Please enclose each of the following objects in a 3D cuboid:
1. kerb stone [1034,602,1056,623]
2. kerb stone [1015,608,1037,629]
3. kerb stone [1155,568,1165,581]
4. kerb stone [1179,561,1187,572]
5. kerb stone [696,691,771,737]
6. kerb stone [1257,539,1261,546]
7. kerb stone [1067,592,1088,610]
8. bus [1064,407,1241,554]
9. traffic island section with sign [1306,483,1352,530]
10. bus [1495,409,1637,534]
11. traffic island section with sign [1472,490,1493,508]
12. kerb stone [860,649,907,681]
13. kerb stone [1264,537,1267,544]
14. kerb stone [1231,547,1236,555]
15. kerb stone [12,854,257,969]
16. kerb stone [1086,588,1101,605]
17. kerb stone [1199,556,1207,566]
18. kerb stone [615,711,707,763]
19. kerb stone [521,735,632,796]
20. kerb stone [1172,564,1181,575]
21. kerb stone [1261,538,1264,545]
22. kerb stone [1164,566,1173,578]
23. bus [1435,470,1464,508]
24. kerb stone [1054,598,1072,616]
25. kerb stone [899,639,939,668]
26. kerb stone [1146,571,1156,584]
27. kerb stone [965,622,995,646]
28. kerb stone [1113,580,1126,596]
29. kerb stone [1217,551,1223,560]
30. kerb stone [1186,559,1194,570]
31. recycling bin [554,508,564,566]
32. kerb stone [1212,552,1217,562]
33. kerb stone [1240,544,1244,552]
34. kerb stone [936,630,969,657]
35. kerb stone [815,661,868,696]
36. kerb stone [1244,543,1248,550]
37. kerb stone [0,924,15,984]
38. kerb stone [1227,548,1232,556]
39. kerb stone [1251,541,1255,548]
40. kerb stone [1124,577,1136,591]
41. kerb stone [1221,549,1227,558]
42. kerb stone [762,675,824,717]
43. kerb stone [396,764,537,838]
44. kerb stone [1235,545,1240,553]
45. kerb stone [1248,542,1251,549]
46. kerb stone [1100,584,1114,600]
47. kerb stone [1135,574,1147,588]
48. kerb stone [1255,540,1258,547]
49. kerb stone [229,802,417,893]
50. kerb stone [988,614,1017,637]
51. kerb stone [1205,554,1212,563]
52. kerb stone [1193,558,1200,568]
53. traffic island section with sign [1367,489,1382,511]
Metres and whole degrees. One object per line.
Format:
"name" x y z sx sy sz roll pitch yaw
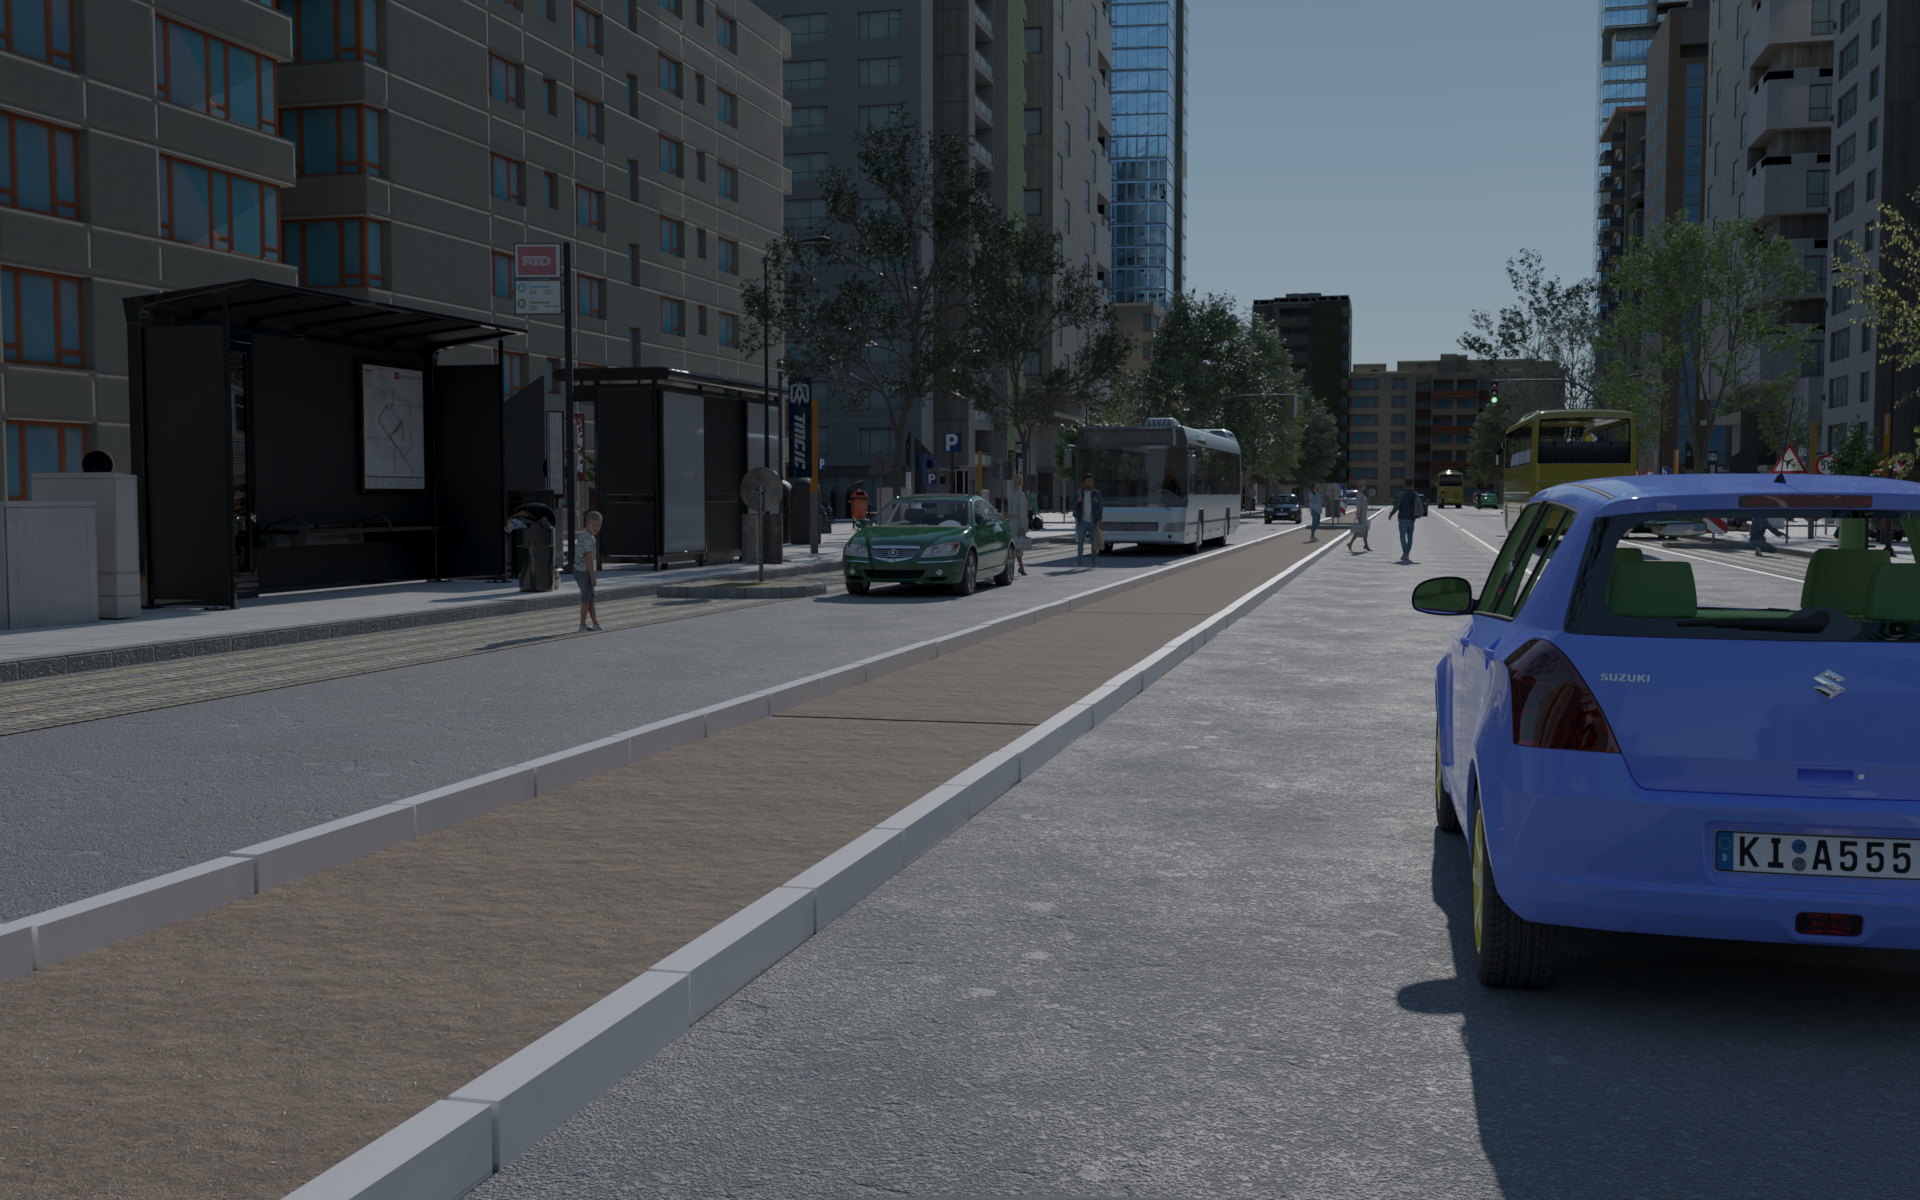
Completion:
"kerb stone" 0.898 0.161 19.569 0.120 0.150 1.000 1 4 14
"kerb stone" 0.638 0.224 18.580 0.120 0.150 1.000 1 4 14
"kerb stone" 3.205 -0.386 28.510 0.120 0.150 1.000 1 4 14
"kerb stone" 3.963 -0.568 31.486 0.120 0.150 1.000 1 4 14
"kerb stone" -1.413 0.708 10.636 0.120 0.150 1.000 1 4 14
"kerb stone" 8.054 -1.537 47.357 0.120 0.150 1.000 1 4 14
"kerb stone" 1.408 0.039 21.550 0.120 0.150 1.000 1 4 14
"bus" 5.266 -3.034 44.468 2.948 3.499 13.247 1 4 15
"traffic island section with sign" 15.234 -3.838 70.885 2.006 1.907 1.989 1 4 14
"bus" 17.214 -3.556 49.689 2.896 3.916 12.252 1 4 14
"traffic island section with sign" 52.971 -10.161 174.753 1.989 1.847 2.006 1 4 14
"kerb stone" -0.637 0.525 13.618 0.120 0.150 1.000 1 4 14
"kerb stone" 8.571 -1.660 49.339 0.120 0.150 1.000 1 4 14
"kerb stone" 6.268 -1.108 40.419 0.120 0.150 1.000 1 4 14
"kerb stone" -2.688 1.019 5.678 0.120 0.150 1.000 1 4 14
"kerb stone" 1.660 -0.021 22.541 0.120 0.150 1.000 1 4 14
"kerb stone" 4.739 -0.750 34.463 0.120 0.150 1.000 1 4 14
"kerb stone" -1.674 0.768 9.642 0.120 0.150 1.000 1 4 14
"kerb stone" -1.923 0.829 8.646 0.120 0.150 1.000 1 4 14
"kerb stone" 3.716 -0.506 30.490 0.120 0.150 1.000 1 4 14
"kerb stone" 8.321 -1.587 48.344 0.120 0.150 1.000 1 4 14
"kerb stone" 3.454 -0.447 29.502 0.120 0.150 1.000 1 4 14
"bus" 50.936 -11.532 180.090 2.896 3.916 12.252 1 4 15
"kerb stone" 1.146 0.109 20.561 0.120 0.150 1.000 1 4 14
"kerb stone" -0.385 0.464 14.615 0.120 0.150 1.000 1 4 14
"kerb stone" 2.941 -0.325 27.510 0.120 0.150 1.000 1 4 14
"kerb stone" 0.135 0.350 16.597 0.120 0.150 1.000 1 4 14
"kerb stone" 2.171 -0.143 24.527 0.120 0.150 1.000 1 4 14
"kerb stone" 5.512 -0.932 37.442 0.120 0.150 1.000 1 4 14
"kerb stone" 4.224 -0.629 32.474 0.120 0.150 1.000 1 4 14
"recycling bin" -7.509 -1.108 30.663 0.722 1.027 0.722 1 4 18
"kerb stone" 5.247 -0.872 36.449 0.120 0.150 1.000 1 4 14
"kerb stone" 6.789 -1.236 42.399 0.120 0.150 1.000 1 4 14
"kerb stone" -0.119 0.410 15.606 0.120 0.150 1.000 1 4 14
"kerb stone" -0.897 0.589 12.627 0.120 0.150 1.000 1 4 14
"kerb stone" 7.040 -1.296 43.390 0.120 0.150 1.000 1 4 14
"kerb stone" -2.940 1.071 4.679 0.120 0.150 1.000 1 4 14
"kerb stone" 6.017 -1.054 39.426 0.120 0.150 1.000 1 4 14
"kerb stone" 7.552 -1.417 45.370 0.120 0.150 1.000 1 4 14
"kerb stone" 2.427 -0.200 25.521 0.120 0.150 1.000 1 4 14
"kerb stone" 5.760 -0.991 38.436 0.120 0.150 1.000 1 4 14
"kerb stone" -1.151 0.647 11.624 0.120 0.150 1.000 1 4 14
"kerb stone" -2.181 0.889 7.657 0.120 0.150 1.000 1 4 14
"kerb stone" 6.527 -1.174 41.410 0.120 0.150 1.000 1 4 14
"kerb stone" 7.299 -1.357 44.379 0.120 0.150 1.000 1 4 14
"kerb stone" 1.916 -0.082 23.530 0.120 0.150 1.000 1 4 14
"kerb stone" 2.688 -0.264 26.519 0.120 0.150 1.000 1 4 14
"kerb stone" 7.802 -1.478 46.362 0.120 0.150 1.000 1 4 14
"kerb stone" -2.431 0.950 6.666 0.120 0.150 1.000 1 4 14
"kerb stone" 0.383 0.282 17.590 0.120 0.150 1.000 1 4 14
"kerb stone" 4.993 -0.809 35.454 0.120 0.150 1.000 1 4 14
"kerb stone" 4.473 -0.689 33.466 0.120 0.150 1.000 1 4 14
"traffic island section with sign" 35.853 -8.727 150.824 2.006 1.907 1.989 1 4 14
